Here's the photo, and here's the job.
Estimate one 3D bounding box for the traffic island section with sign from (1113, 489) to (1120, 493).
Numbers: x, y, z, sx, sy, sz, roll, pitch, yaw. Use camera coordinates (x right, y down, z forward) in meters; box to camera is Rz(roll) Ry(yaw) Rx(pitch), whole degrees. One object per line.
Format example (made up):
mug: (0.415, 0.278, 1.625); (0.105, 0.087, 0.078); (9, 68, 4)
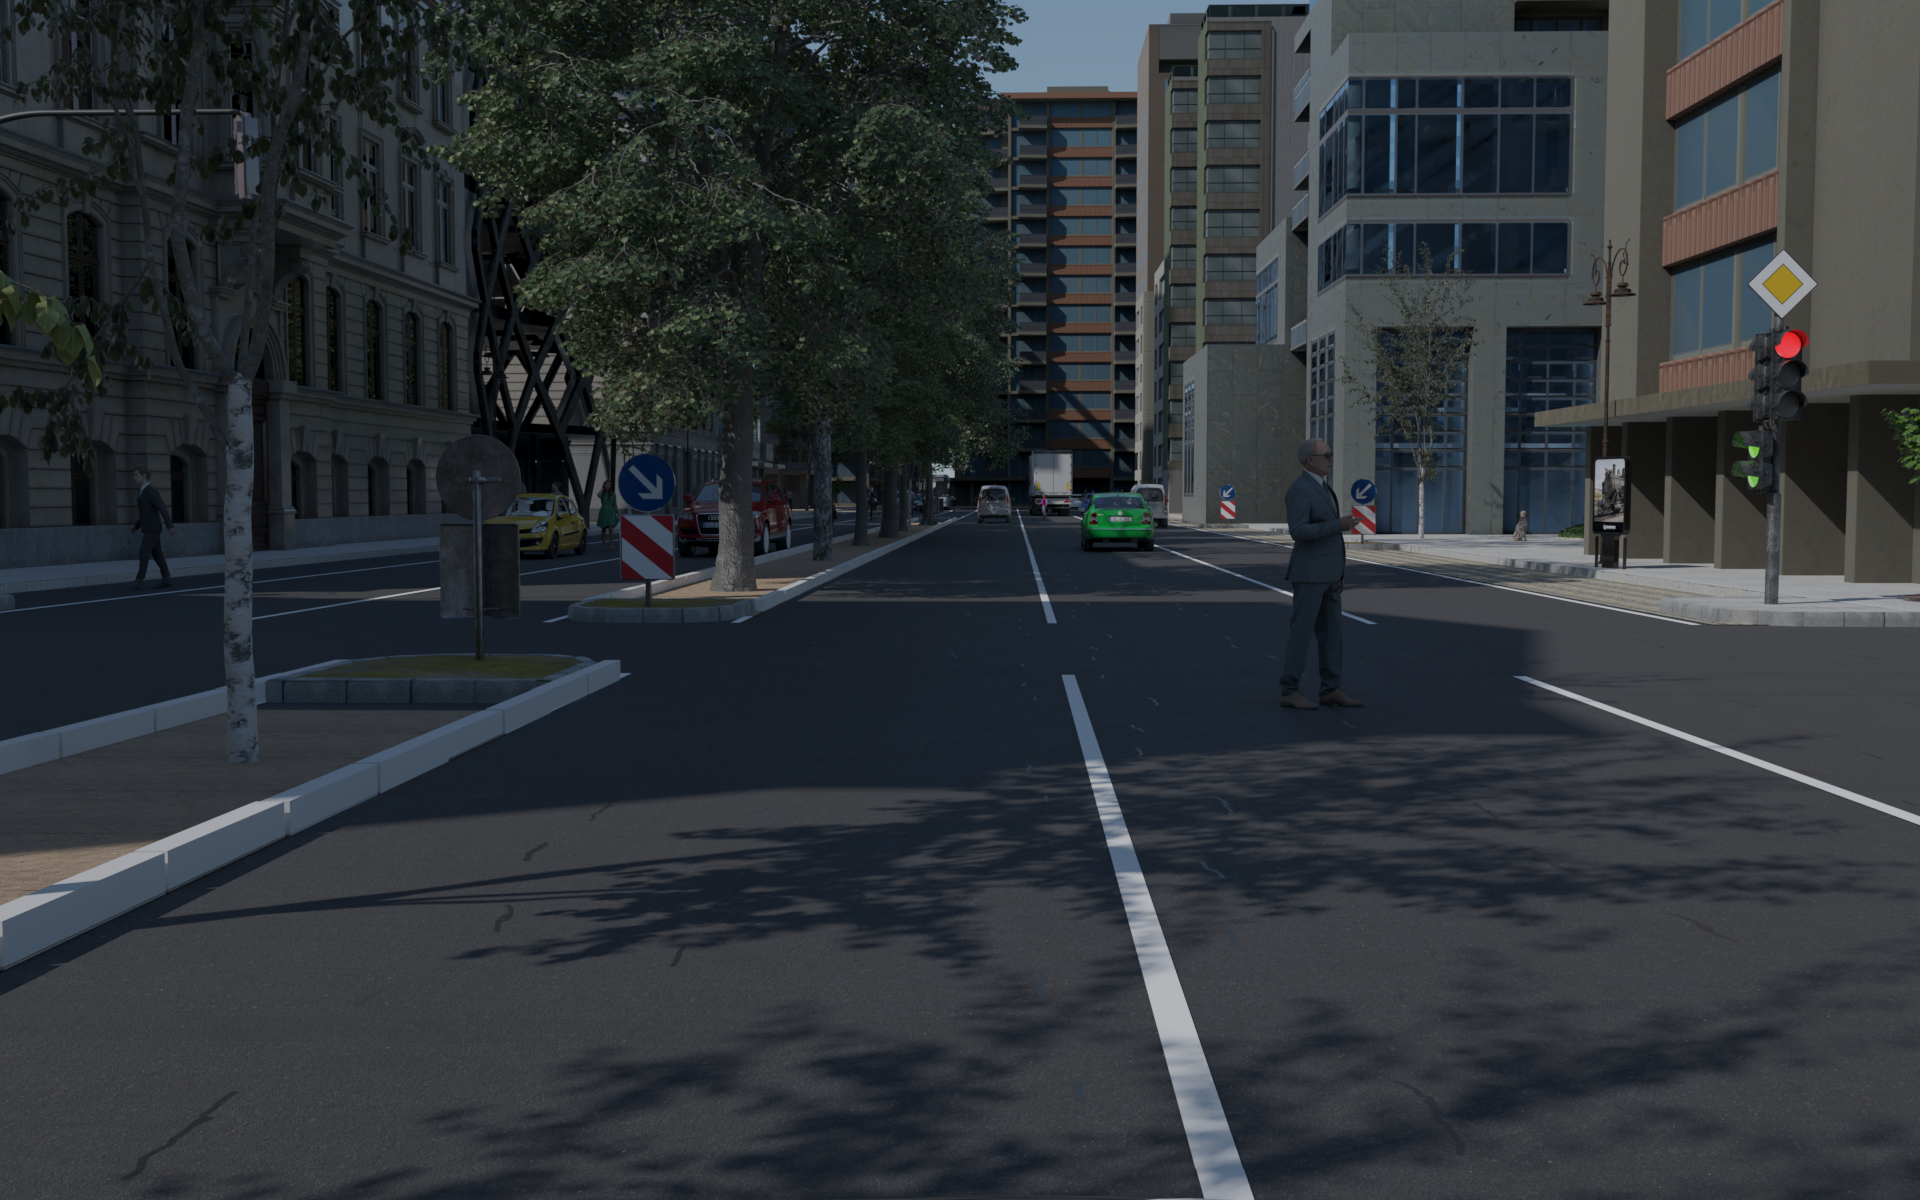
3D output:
traffic island section with sign: (13.422, -8.671, 150.397); (1.989, 1.847, 2.006); (0, 4, 2)

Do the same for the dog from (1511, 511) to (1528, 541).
dog: (15.221, -2.018, 47.381); (0.800, 0.831, 0.513); (-1, 4, -10)

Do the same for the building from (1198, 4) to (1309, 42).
building: (21.336, -20.463, 106.274); (14.160, 30.474, 14.107); (0, 4, 2)

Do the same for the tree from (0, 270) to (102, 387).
tree: (-3.945, -3.165, 4.568); (4.737, 8.622, 4.395); (0, 3, 0)

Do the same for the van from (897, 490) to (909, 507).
van: (-5.459, -9.664, 165.021); (2.013, 2.044, 4.112); (0, 4, 0)

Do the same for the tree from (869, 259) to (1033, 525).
tree: (-1.428, -9.785, 79.457); (9.611, 12.733, 9.660); (0, 3, 0)

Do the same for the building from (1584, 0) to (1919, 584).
building: (26.468, -23.043, 31.381); (28.867, 44.769, 22.147); (0, 4, 2)

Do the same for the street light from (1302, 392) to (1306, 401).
street light: (12.785, -5.529, 63.187); (0.468, 5.910, 1.993); (0, 4, 2)

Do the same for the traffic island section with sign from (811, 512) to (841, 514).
traffic island section with sign: (-9.444, -6.967, 122.543); (1.989, 1.847, 2.006); (0, 4, 2)

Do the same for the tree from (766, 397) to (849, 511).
tree: (-11.501, -12.165, 133.316); (7.601, 10.594, 8.767); (1, 4, 15)

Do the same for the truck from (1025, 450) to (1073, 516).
truck: (5.949, -7.770, 115.953); (2.839, 4.237, 11.283); (0, 3, 0)

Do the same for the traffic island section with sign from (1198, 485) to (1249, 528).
traffic island section with sign: (11.080, -3.936, 72.987); (1.989, 1.847, 2.006); (0, 4, 2)

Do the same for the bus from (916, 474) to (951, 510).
bus: (-2.253, -9.859, 156.049); (2.948, 3.499, 13.247); (0, 4, 1)

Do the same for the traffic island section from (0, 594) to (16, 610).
traffic island section: (-12.866, 0.088, 20.840); (2.009, 0.180, 2.903); (0, 4, 2)

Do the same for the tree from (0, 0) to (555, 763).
tree: (-3.831, -3.449, 9.207); (4.360, 8.622, 3.978); (0, 3, 0)

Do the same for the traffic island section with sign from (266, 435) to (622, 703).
traffic island section with sign: (-3.748, -0.286, 12.810); (2.006, 1.907, 1.989); (0, 4, 2)

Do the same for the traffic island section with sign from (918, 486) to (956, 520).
traffic island section with sign: (-1.242, -5.332, 95.317); (2.006, 1.907, 1.989); (0, 4, 2)

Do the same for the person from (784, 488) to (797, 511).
person: (-12.827, -7.579, 130.668); (1.217, 1.736, 0.721); (-1, 4, -20)

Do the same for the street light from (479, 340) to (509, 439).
street light: (-13.966, -4.848, 52.046); (0.468, 5.910, 1.993); (0, 4, 2)

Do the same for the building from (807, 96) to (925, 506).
building: (-17.655, -32.811, 191.078); (28.867, 44.769, 22.147); (0, 4, 2)

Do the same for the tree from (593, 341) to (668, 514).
tree: (-14.349, -7.619, 74.938); (4.737, 8.622, 4.395); (0, 3, 0)

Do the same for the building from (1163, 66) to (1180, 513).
building: (21.054, -21.325, 120.370); (14.160, 30.474, 14.107); (0, 4, 2)

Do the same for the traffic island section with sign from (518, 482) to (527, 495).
traffic island section with sign: (-11.797, -2.250, 45.423); (1.989, 1.847, 2.006); (0, 4, 2)

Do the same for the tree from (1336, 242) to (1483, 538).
tree: (13.122, -6.082, 49.805); (4.360, 8.622, 3.978); (0, 3, 0)

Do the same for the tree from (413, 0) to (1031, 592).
tree: (-3.333, -7.100, 25.203); (9.857, 13.997, 8.962); (0, 3, 0)

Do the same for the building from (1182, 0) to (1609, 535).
building: (21.644, -46.137, 67.008); (22.319, 86.520, 31.000); (0, 4, 2)

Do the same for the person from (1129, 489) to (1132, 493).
person: (17.162, -10.155, 172.601); (0.750, 1.759, 0.617); (0, 4, 1)

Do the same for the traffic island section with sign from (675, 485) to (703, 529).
traffic island section with sign: (-10.963, -3.921, 72.730); (1.989, 1.847, 2.006); (0, 4, 2)

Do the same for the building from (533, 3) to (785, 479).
building: (-24.299, -30.060, 111.093); (23.786, 49.044, 30.456); (0, 4, 2)

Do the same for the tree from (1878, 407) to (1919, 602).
tree: (11.834, -1.602, 20.801); (1.663, 3.219, 1.824); (0, 3, 0)

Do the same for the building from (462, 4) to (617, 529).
building: (-21.581, -12.003, 63.703); (16.820, 18.784, 16.811); (0, 4, 2)

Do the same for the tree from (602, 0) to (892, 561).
tree: (-4.135, -10.956, 37.475); (12.611, 20.169, 13.585); (0, 3, 0)

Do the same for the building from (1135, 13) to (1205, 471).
building: (24.045, -31.386, 163.271); (14.600, 45.320, 14.200); (0, 4, 2)

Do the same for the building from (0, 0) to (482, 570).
building: (-21.165, -13.376, 37.780); (14.460, 24.649, 34.723); (0, 4, 2)

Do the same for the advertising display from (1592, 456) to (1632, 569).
advertising display: (11.226, -1.507, 29.848); (0.123, 1.923, 0.974); (-1, 4, -12)

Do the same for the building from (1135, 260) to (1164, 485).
building: (29.261, -18.155, 141.868); (27.650, 21.520, 28.899); (0, 4, 2)

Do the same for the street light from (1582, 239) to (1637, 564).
street light: (11.796, -3.597, 31.604); (0.468, 5.910, 1.993); (0, 4, 2)

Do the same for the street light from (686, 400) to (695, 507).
street light: (-13.052, -6.746, 83.085); (0.468, 5.910, 1.993); (0, 4, 2)

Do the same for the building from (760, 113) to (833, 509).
building: (-23.987, -28.399, 156.206); (23.993, 40.220, 32.217); (0, 4, 2)

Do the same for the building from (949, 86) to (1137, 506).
building: (11.949, -32.687, 189.056); (28.867, 44.769, 22.147); (0, 4, 2)

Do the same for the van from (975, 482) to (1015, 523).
van: (1.741, -4.912, 87.321); (2.013, 2.044, 4.112); (0, 4, 2)

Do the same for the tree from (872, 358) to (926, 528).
tree: (-2.125, -7.322, 72.527); (4.360, 8.622, 3.978); (0, 3, 0)

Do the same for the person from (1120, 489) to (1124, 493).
person: (15.815, -9.955, 169.335); (0.617, 1.759, 0.750); (1, 4, 17)

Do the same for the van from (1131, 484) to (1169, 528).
van: (8.099, -4.172, 75.223); (2.013, 2.044, 4.112); (0, 4, 2)

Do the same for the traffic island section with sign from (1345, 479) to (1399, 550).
traffic island section with sign: (10.222, -2.226, 45.023); (1.989, 1.847, 2.006); (0, 4, 2)

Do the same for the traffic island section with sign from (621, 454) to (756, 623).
traffic island section with sign: (-3.513, -0.739, 20.213); (2.006, 1.907, 1.989); (0, 4, 2)

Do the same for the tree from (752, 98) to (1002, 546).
tree: (-2.822, -7.781, 47.801); (7.486, 12.596, 7.792); (0, 3, 0)

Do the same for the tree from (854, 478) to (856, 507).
tree: (-10.317, -10.925, 173.226); (1.663, 3.219, 1.824); (0, 3, 0)

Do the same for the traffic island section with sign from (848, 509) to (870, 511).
traffic island section with sign: (-8.627, -8.616, 149.497); (1.989, 1.847, 2.006); (0, 4, 2)

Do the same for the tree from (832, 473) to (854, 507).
tree: (-10.892, -9.917, 156.743); (1.663, 3.219, 1.824); (0, 3, 0)

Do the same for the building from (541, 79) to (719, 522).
building: (-18.390, -14.545, 86.961); (9.793, 20.994, 18.267); (0, 4, 2)

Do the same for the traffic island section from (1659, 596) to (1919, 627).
traffic island section: (9.465, 0.130, 20.160); (2.009, 0.180, 2.903); (0, 4, 2)
